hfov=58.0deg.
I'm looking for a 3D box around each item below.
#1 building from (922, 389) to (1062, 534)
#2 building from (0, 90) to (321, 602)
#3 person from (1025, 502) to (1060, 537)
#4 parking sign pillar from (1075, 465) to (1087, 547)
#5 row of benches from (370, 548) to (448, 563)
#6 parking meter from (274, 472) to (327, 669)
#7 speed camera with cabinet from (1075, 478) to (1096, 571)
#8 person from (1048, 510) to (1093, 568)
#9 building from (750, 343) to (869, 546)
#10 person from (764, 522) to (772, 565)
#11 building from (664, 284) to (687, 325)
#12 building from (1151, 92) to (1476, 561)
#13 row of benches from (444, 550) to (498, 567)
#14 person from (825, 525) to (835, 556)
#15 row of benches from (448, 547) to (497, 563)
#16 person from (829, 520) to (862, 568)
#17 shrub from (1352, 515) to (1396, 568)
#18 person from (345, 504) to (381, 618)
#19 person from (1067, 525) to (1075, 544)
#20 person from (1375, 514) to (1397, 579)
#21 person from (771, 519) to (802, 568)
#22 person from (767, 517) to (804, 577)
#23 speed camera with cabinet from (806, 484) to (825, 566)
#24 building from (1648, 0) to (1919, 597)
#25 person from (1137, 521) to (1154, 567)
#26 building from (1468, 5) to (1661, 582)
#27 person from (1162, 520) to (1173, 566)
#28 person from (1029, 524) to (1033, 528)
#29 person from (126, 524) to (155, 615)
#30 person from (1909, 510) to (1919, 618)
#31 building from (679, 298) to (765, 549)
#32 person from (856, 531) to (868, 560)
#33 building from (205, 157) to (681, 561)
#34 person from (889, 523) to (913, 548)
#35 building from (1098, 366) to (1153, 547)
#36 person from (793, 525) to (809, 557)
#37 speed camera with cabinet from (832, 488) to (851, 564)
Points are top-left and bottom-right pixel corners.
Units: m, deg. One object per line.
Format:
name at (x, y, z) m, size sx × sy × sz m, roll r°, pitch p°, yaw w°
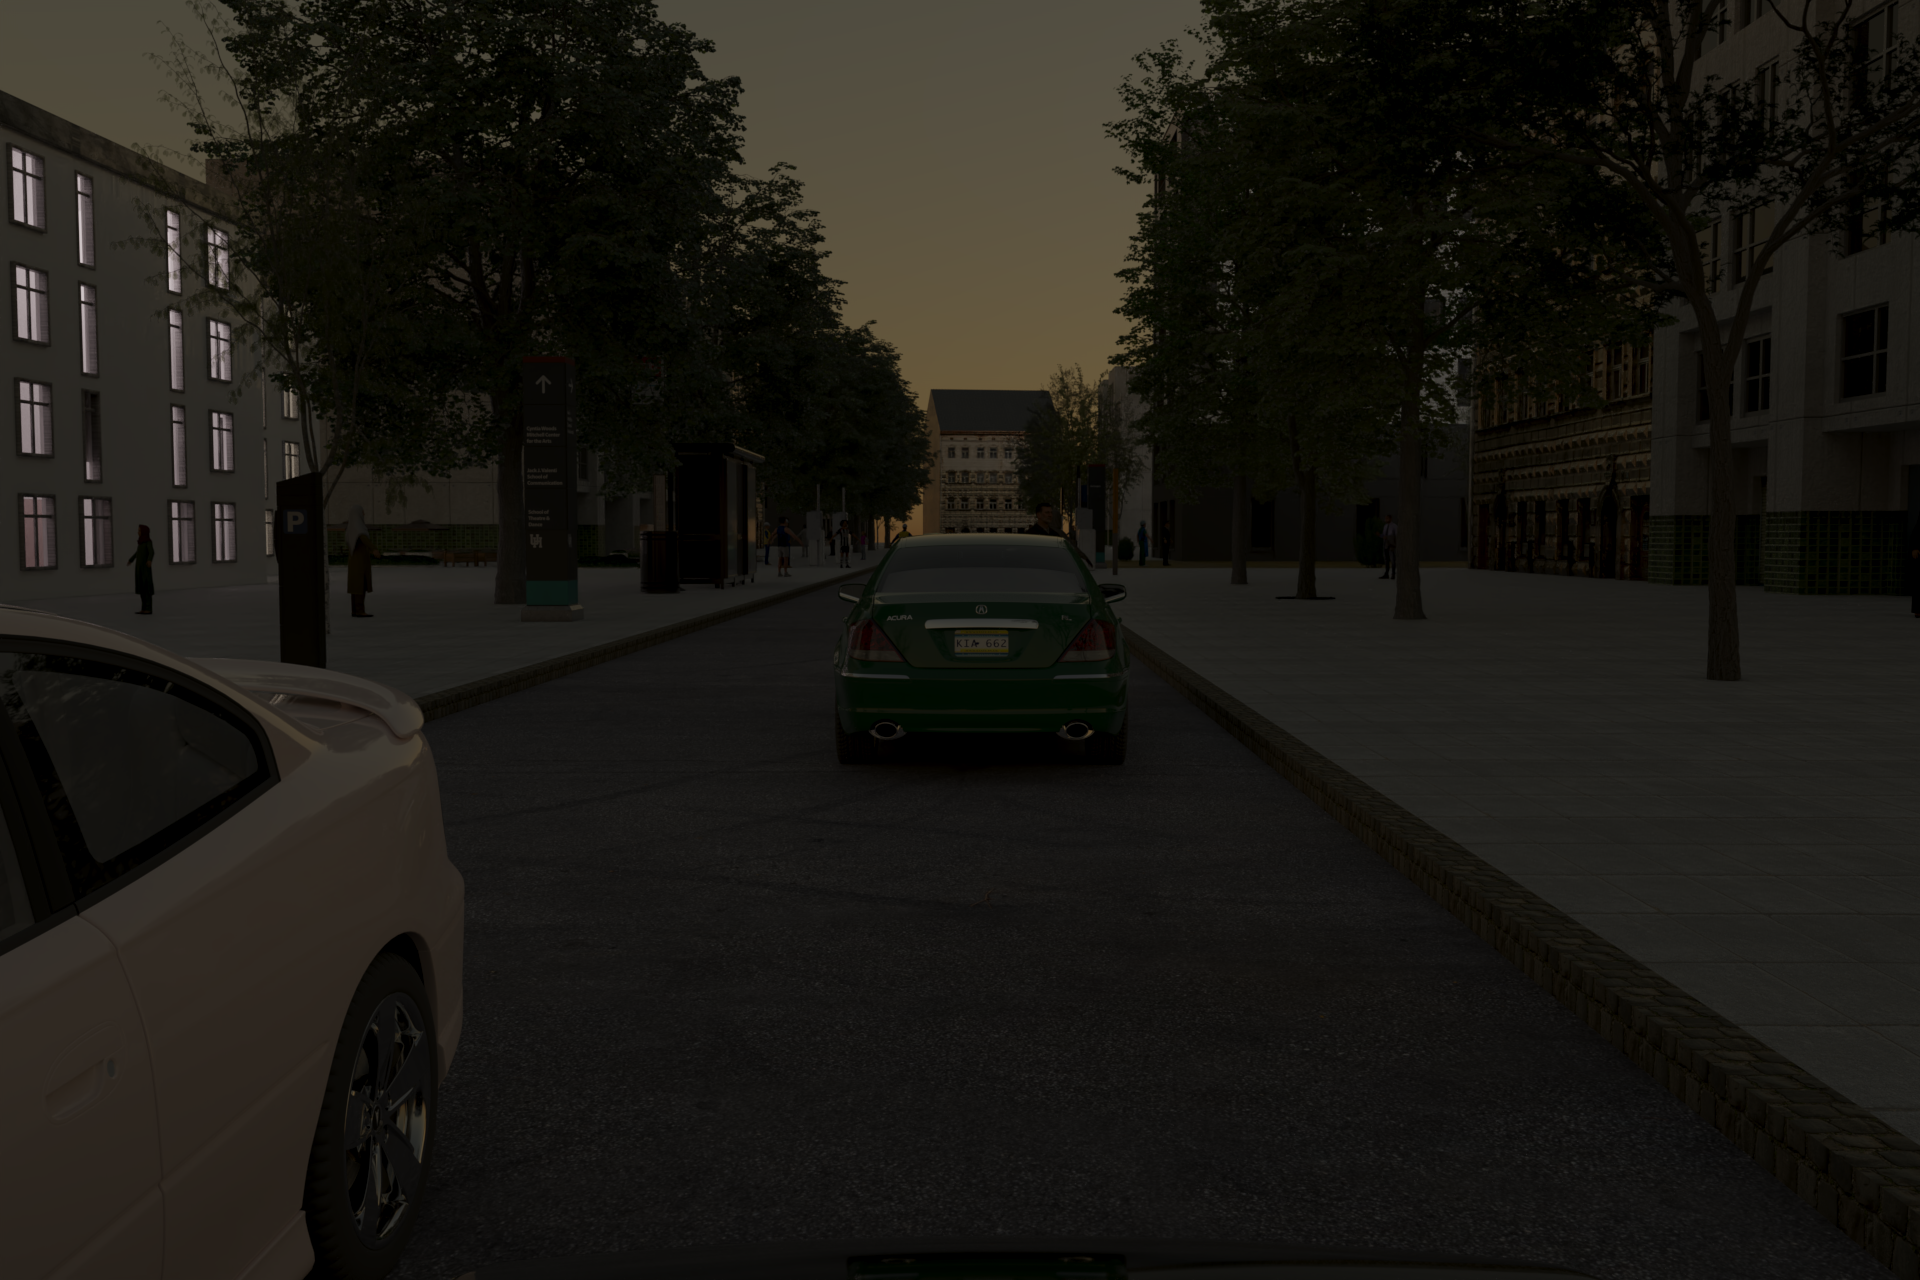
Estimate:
building at (4.545, -26.203, 261.810) m, size 18.063 × 23.208 × 19.493 m, roll -1°, pitch 4°, yaw -9°
building at (-22.565, -6.302, 45.184) m, size 9.099 × 9.664 × 28.070 m, roll 0°, pitch 4°, yaw 0°
person at (1.032, -0.755, 20.936) m, size 1.346 × 1.812 × 0.704 m, roll -3°, pitch 5°, yaw -41°
parking sign pillar at (4.805, -4.910, 68.757) m, size 1.447 × 3.967 × 1.447 m, roll 0°, pitch 4°, yaw 2°
row of benches at (-24.708, -3.713, 76.176) m, size 4.104 × 0.672 × 1.422 m, roll -1°, pitch 4°, yaw -8°
parking meter at (-6.249, -0.654, 16.400) m, size 0.399 × 1.863 × 0.255 m, roll 0°, pitch 4°, yaw 0°
speed camera with cabinet at (4.411, -4.062, 60.749) m, size 0.660 × 3.252 × 2.038 m, roll 0°, pitch 4°, yaw 0°
person at (1.530, -1.167, 27.668) m, size 1.348 × 1.813 × 0.705 m, roll 3°, pitch 5°, yaw 42°
building at (-24.889, -21.580, 196.804) m, size 27.936 × 21.610 × 32.646 m, roll 0°, pitch 4°, yaw 1°
person at (-7.926, -4.003, 71.913) m, size 0.721 × 1.772 × 1.216 m, roll 0°, pitch 4°, yaw -5°
building at (-25.398, -15.910, 116.552) m, size 16.016 × 20.090 × 11.380 m, roll 0°, pitch 4°, yaw 1°
building at (24.455, -15.455, 96.667) m, size 27.936 × 21.610 × 32.646 m, roll 0°, pitch 4°, yaw 1°
row of benches at (-18.606, -3.282, 69.118) m, size 1.422 × 0.672 × 4.104 m, roll 3°, pitch 5°, yaw 41°
person at (-7.585, -5.902, 102.681) m, size 0.705 × 1.806 × 1.347 m, roll -3°, pitch 5°, yaw -40°
row of benches at (-22.267, -3.900, 79.233) m, size 1.422 × 0.672 × 4.104 m, roll 1°, pitch 4°, yaw 11°
person at (-4.337, -3.611, 65.184) m, size 1.345 × 1.843 × 0.704 m, roll -2°, pitch 4°, yaw -28°
shrub at (15.690, -3.744, 65.641) m, size 1.690 × 2.028 × 1.600 m, roll 0°, pitch 3°, yaw 0°
person at (-9.211, -1.223, 26.769) m, size 0.721 × 1.736 × 1.217 m, roll -3°, pitch 4°, yaw -36°
person at (6.629, -5.806, 101.199) m, size 1.348 × 1.796 × 0.705 m, roll -1°, pitch 4°, yaw -12°
person at (12.047, -2.635, 48.988) m, size 0.599 × 1.838 × 0.709 m, roll -2°, pitch 4°, yaw -28°
person at (-6.575, -3.643, 65.414) m, size 1.347 × 1.847 × 0.705 m, roll -2°, pitch 4°, yaw -34°
person at (-5.304, -2.811, 52.127) m, size 1.345 × 1.807 × 0.704 m, roll 2°, pitch 4°, yaw 31°
speed camera with cabinet at (-5.828, -4.616, 69.802) m, size 0.660 × 3.252 × 2.038 m, roll 0°, pitch 4°, yaw 0°
building at (25.806, -9.897, 28.277) m, size 16.747 × 18.905 × 31.486 m, roll 0°, pitch 4°, yaw 1°
person at (7.264, -3.811, 68.440) m, size 0.704 × 1.817 × 1.347 m, roll -1°, pitch 4°, yaw -19°
building at (27.679, -13.611, 53.469) m, size 19.493 × 23.208 × 18.063 m, roll 0°, pitch 4°, yaw 1°
person at (8.379, -3.927, 70.147) m, size 0.705 × 1.837 × 1.347 m, roll 1°, pitch 4°, yaw 18°
person at (3.820, -5.312, 93.072) m, size 0.704 × 1.802 × 1.346 m, roll 2°, pitch 4°, yaw 27°
person at (-13.068, -1.125, 27.613) m, size 0.599 × 1.438 × 0.989 m, roll -3°, pitch 5°, yaw -44°
person at (14.787, -1.196, 26.344) m, size 1.214 × 1.737 × 0.721 m, roll -3°, pitch 4°, yaw -36°
building at (-26.446, -18.963, 140.974) m, size 19.493 × 23.208 × 18.063 m, roll 0°, pitch 4°, yaw 1°
person at (-4.833, -4.667, 85.565) m, size 0.599 × 1.433 × 0.991 m, roll -3°, pitch 5°, yaw -40°
building at (-26.779, -14.131, 97.506) m, size 16.747 × 18.905 × 31.486 m, roll 0°, pitch 4°, yaw 1°
person at (-2.081, -3.500, 65.656) m, size 1.349 × 1.833 × 0.705 m, roll 1°, pitch 4°, yaw 18°
building at (24.691, -19.838, 190.811) m, size 16.747 × 18.905 × 31.486 m, roll 0°, pitch 4°, yaw 0°
person at (-8.557, -5.459, 95.440) m, size 1.347 × 1.806 × 0.705 m, roll -3°, pitch 4°, yaw -36°
speed camera with cabinet at (-5.105, -4.906, 74.546) m, size 0.660 × 3.252 × 2.038 m, roll 0°, pitch 4°, yaw 3°
